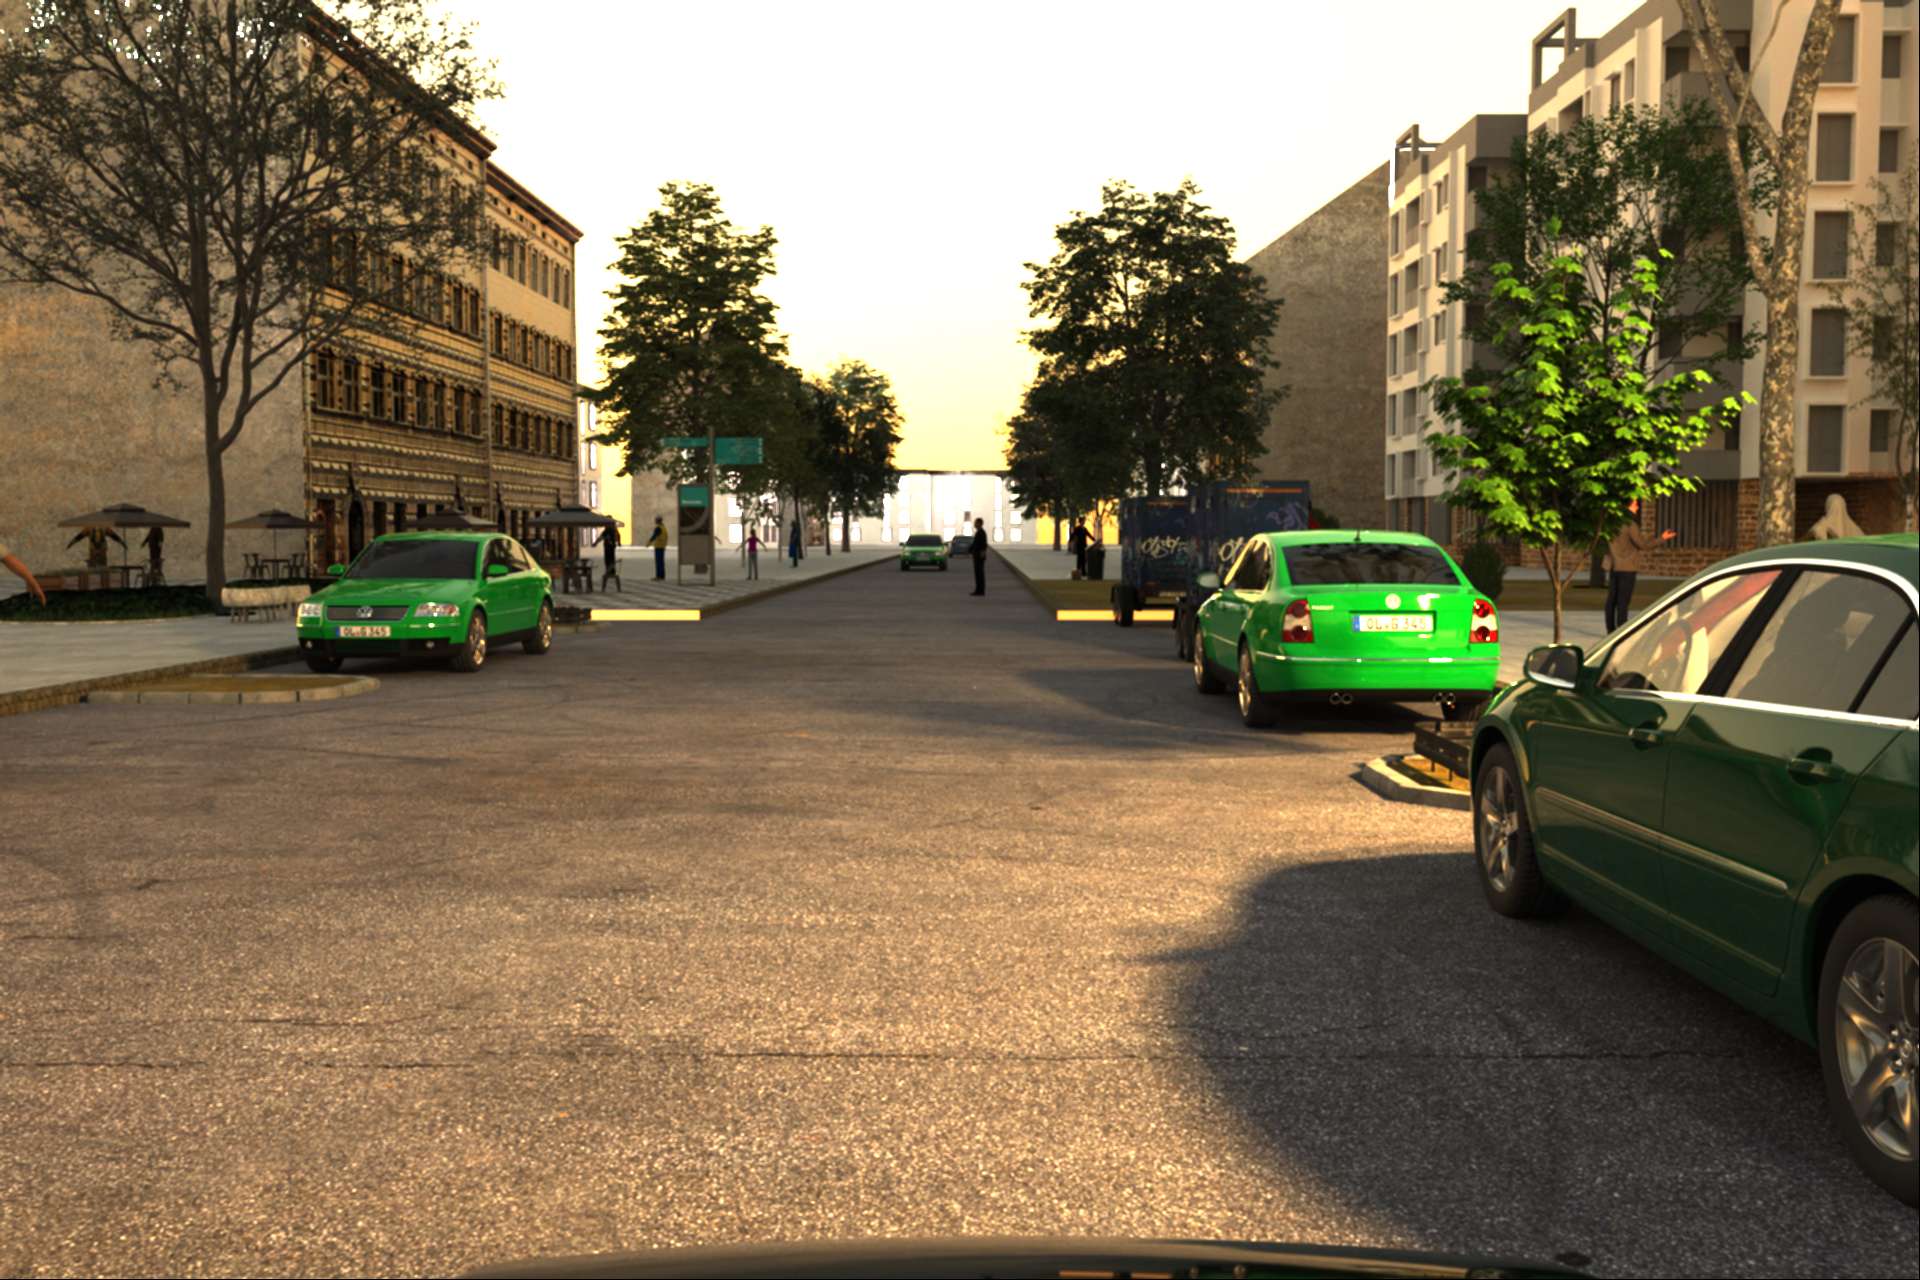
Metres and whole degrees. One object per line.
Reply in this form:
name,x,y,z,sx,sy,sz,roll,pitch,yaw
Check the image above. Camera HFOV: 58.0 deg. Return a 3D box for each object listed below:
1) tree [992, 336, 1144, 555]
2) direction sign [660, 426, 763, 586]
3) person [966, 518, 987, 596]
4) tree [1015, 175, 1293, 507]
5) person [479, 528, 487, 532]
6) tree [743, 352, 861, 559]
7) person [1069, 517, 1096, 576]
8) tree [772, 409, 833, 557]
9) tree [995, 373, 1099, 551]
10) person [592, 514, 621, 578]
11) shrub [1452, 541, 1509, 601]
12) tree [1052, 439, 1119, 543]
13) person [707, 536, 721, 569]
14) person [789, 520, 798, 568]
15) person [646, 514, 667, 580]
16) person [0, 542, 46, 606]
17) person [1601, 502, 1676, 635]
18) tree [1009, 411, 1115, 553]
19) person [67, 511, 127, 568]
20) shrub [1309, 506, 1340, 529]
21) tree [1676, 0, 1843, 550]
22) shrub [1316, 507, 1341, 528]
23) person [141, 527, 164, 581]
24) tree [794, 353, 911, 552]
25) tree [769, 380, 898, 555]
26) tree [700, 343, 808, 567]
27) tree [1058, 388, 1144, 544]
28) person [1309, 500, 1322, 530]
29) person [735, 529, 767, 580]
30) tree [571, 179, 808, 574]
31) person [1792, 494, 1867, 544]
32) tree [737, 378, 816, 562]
tree,7.017,-12.044,107.291,12.009,13.543,11.850,0,3,0
direction sign,-6.121,-3.340,43.370,2.525,3.948,1.411,0,4,1
person,0.420,-1.939,40.384,0.704,1.802,1.346,-1,4,-16
tree,6.744,-9.423,60.724,9.857,13.997,8.962,0,3,0
person,-15.675,-3.091,57.340,0.721,1.733,1.217,1,4,15
tree,-8.462,-9.398,88.067,7.601,10.594,8.767,0,4,6
person,3.727,-2.842,52.651,1.347,1.806,0.705,-3,5,-45
tree,-8.717,-8.952,96.734,4.737,8.622,4.395,0,3,0
tree,7.321,-13.765,131.711,9.857,13.997,8.962,0,3,0
person,-10.239,-2.736,50.505,0.705,1.856,1.354,1,4,23
shrub,9.609,-1.277,31.995,1.383,1.207,1.383,0,3,0
tree,7.300,-8.874,95.454,4.737,8.622,4.395,0,3,0
person,-9.372,-3.483,63.083,1.345,1.843,0.704,-1,4,-21
person,-6.376,-3.684,66.366,0.704,1.817,1.347,0,4,-5
person,-8.405,-2.587,48.273,0.705,1.833,1.349,1,4,12
person,-7.221,-0.250,12.400,0.705,1.847,1.347,3,5,40
person,8.211,-0.883,21.003,0.750,1.759,0.617,0,4,1
tree,7.583,-11.331,119.670,8.767,10.594,7.601,0,4,2
person,-21.367,-2.272,42.908,1.354,1.858,0.705,-2,4,-30
shrub,7.913,-2.150,39.571,1.690,2.028,1.600,0,3,0
tree,9.416,-10.091,20.871,12.611,20.169,13.585,0,3,0
shrub,9.975,-2.667,48.020,1.690,2.028,1.600,0,3,0
person,-21.741,-2.482,46.723,0.704,1.812,1.346,-3,5,-45
tree,-8.144,-13.271,123.638,9.857,13.997,8.962,0,3,0
tree,-7.962,-10.390,104.293,8.767,10.594,7.601,-1,4,-12
tree,-8.170,-7.090,66.283,4.737,8.622,4.395,0,3,0
tree,6.625,-7.982,80.862,4.737,8.622,4.395,0,3,0
person,4.934,-1.157,25.033,0.704,1.816,1.345,-2,4,-27
person,-5.881,-2.424,48.901,0.991,1.433,0.599,-2,4,-34
tree,-8.776,-8.459,56.429,7.486,12.596,7.792,0,3,0
person,9.917,-0.796,19.786,1.217,1.736,0.721,0,4,-4
tree,-8.546,-7.984,80.896,4.737,8.622,4.395,0,3,0
